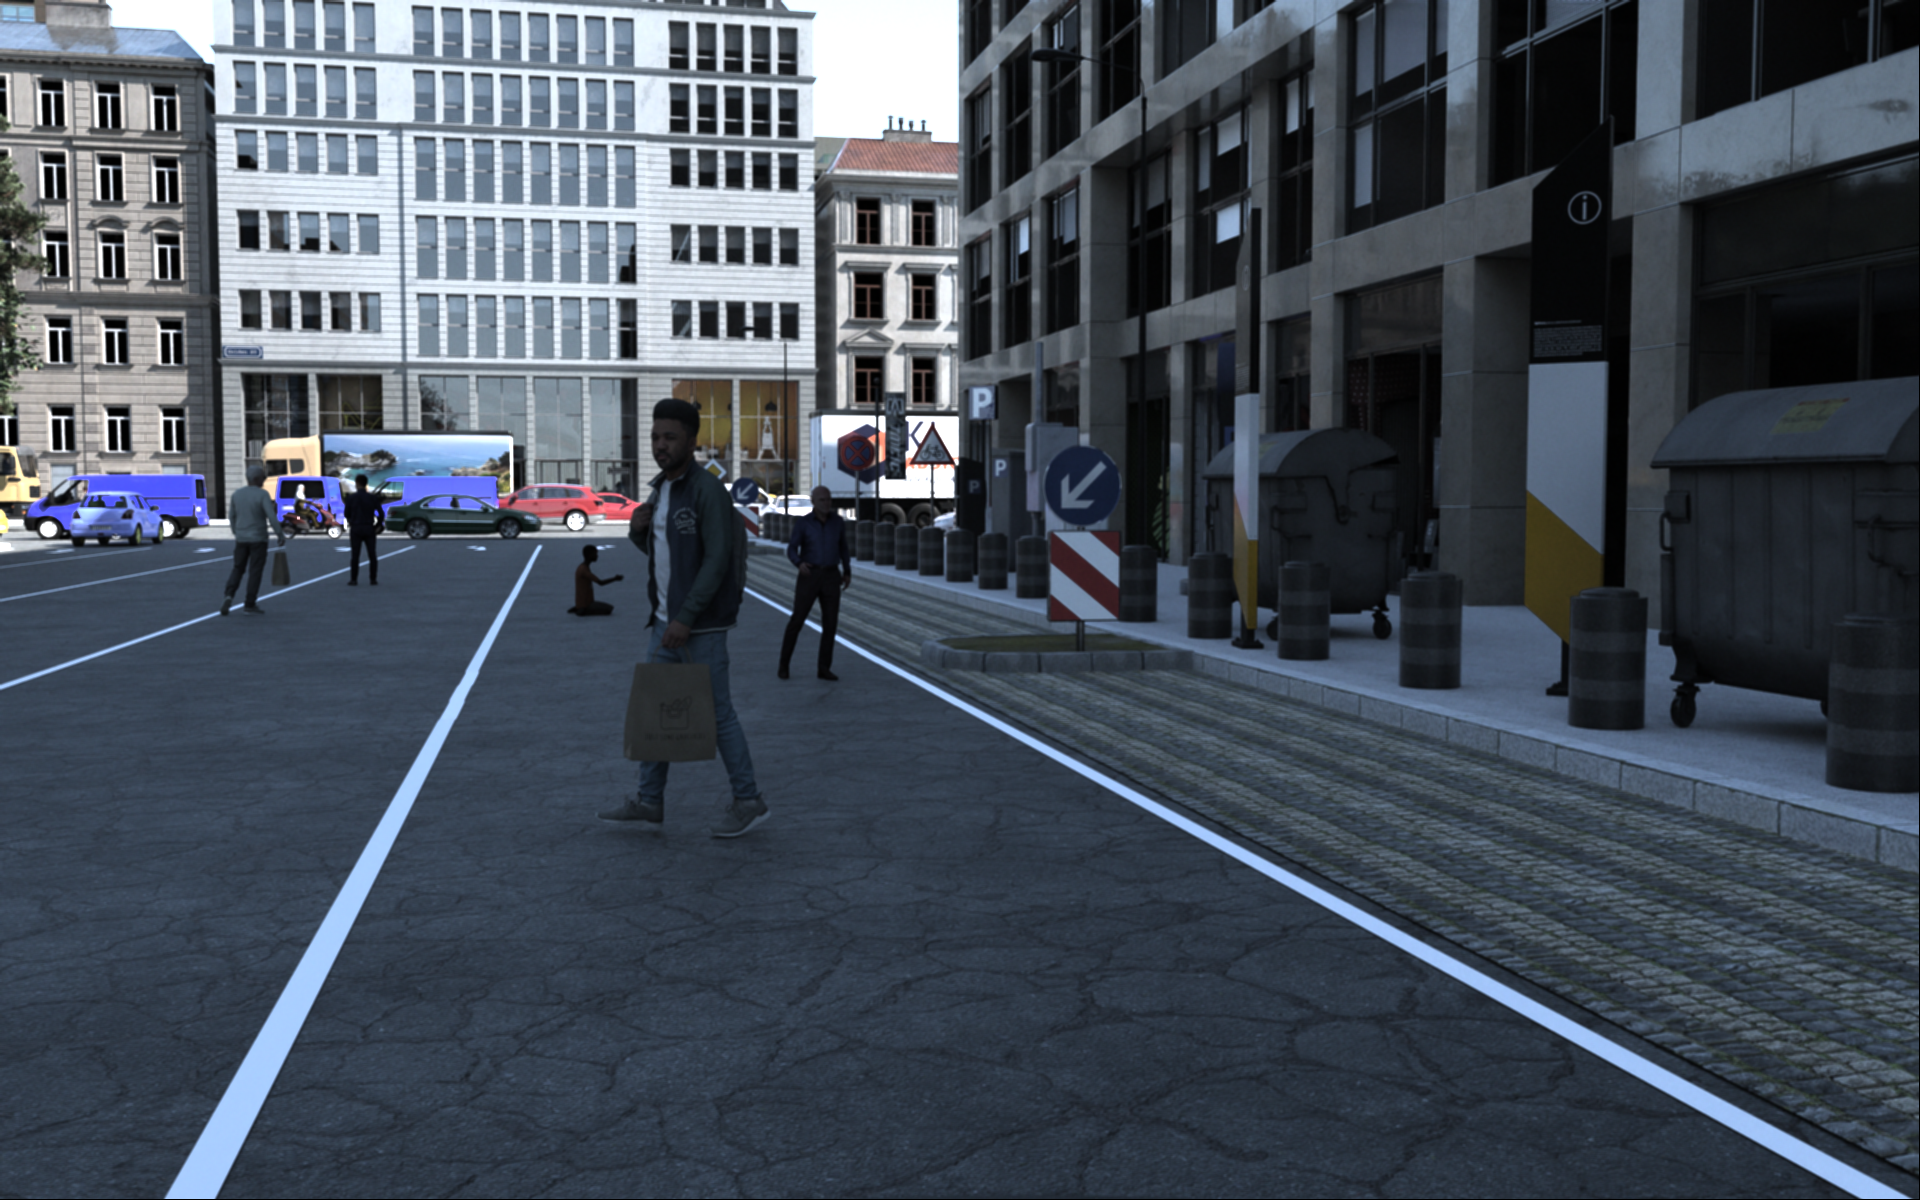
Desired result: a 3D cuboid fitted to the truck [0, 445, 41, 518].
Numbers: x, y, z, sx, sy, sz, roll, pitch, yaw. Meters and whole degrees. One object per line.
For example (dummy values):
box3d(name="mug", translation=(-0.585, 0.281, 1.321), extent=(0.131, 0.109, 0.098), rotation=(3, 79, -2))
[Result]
box3d(name="truck", translation=(-40.262, -4.356, 67.137), extent=(9.791, 3.379, 3.469), rotation=(-1, 4, -14))

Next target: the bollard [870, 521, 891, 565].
box3d(name="bollard", translation=(-1.350, -1.017, 31.337), extent=(0.404, 0.777, 0.398), rotation=(0, 3, 0))

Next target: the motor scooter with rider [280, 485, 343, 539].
box3d(name="motor scooter with rider", translation=(-20.902, -2.855, 55.645), extent=(1.986, 1.779, 0.876), rotation=(-1, 4, -11))

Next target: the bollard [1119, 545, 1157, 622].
box3d(name="bollard", translation=(1.790, -0.169, 17.477), extent=(0.404, 0.777, 0.398), rotation=(0, 3, 0))

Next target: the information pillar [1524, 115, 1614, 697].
box3d(name="information pillar", translation=(3.859, -1.199, 10.957), extent=(0.504, 3.616, 0.183), rotation=(2, 4, 33))

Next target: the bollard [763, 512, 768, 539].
box3d(name="bollard", translation=(-5.391, -2.108, 49.188), extent=(0.404, 0.777, 0.398), rotation=(0, 3, 0))

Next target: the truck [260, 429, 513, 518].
box3d(name="truck", translation=(-25.602, -5.365, 76.625), extent=(11.283, 4.237, 2.839), rotation=(-1, 4, -12))

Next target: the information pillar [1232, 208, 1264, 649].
box3d(name="information pillar", translation=(2.399, -1.414, 14.472), extent=(0.183, 3.616, 0.504), rotation=(0, 4, -6))

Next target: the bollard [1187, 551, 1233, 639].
box3d(name="bollard", translation=(2.237, -0.048, 15.497), extent=(0.404, 0.777, 0.398), rotation=(0, 3, 0))

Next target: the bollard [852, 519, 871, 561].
box3d(name="bollard", translation=(-1.797, -1.138, 33.317), extent=(0.404, 0.777, 0.398), rotation=(0, 3, 0))

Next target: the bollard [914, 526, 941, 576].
box3d(name="bollard", translation=(-0.451, -0.773, 27.361), extent=(0.404, 0.777, 0.398), rotation=(0, 3, 0))

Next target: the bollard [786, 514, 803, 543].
box3d(name="bollard", translation=(-4.049, -1.745, 43.252), extent=(0.404, 0.777, 0.398), rotation=(0, 3, 0))

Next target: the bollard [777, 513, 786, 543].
box3d(name="bollard", translation=(-4.492, -1.866, 45.229), extent=(0.404, 0.777, 0.398), rotation=(0, 3, 0))

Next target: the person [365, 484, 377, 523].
box3d(name="person", translation=(-19.829, -2.991, 57.760), extent=(0.694, 1.780, 0.624), rotation=(-2, 4, -28))

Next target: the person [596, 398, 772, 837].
box3d(name="person", translation=(-1.135, 0.080, 7.181), extent=(0.713, 1.824, 0.794), rotation=(-1, 4, -19))

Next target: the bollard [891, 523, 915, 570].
box3d(name="bollard", translation=(-0.898, -0.894, 29.337), extent=(0.404, 0.777, 0.398), rotation=(0, 3, 0))

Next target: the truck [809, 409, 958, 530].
box3d(name="truck", translation=(0.590, -4.310, 59.384), extent=(11.283, 4.237, 2.839), rotation=(-1, 4, -13))

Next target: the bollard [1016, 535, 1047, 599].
box3d(name="bollard", translation=(0.893, -0.410, 21.424), extent=(0.404, 0.777, 0.398), rotation=(0, 3, 0))

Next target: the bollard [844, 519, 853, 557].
box3d(name="bollard", translation=(-2.249, -1.260, 35.312), extent=(0.404, 0.777, 0.398), rotation=(0, 3, 0))

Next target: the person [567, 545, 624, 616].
box3d(name="person", translation=(-4.332, -0.234, 20.620), extent=(0.655, 0.850, 0.859), rotation=(-1, 4, -17))

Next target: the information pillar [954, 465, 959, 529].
box3d(name="information pillar", translation=(0.008, -2.401, 43.748), extent=(0.304, 2.012, 0.304), rotation=(-1, 4, -8))

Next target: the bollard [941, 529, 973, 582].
box3d(name="bollard", translation=(-0.004, -0.652, 25.384), extent=(0.404, 0.777, 0.398), rotation=(0, 3, 0))

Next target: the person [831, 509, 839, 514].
box3d(name="person", translation=(-4.338, -3.212, 60.874), extent=(0.748, 1.841, 0.638), rotation=(0, 4, 0))

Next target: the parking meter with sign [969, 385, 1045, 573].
box3d(name="parking meter with sign", translation=(0.902, -1.977, 28.578), extent=(0.543, 3.016, 1.738), rotation=(3, 5, 39))

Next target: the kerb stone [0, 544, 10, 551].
box3d(name="kerb stone", translation=(-24.461, -1.343, 44.171), extent=(0.120, 0.150, 1.000), rotation=(-1, 4, -13))

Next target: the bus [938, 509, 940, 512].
box3d(name="bus", translation=(4.236, -4.210, 63.697), extent=(13.247, 3.499, 2.948), rotation=(-1, 4, -11))

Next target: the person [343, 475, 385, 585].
box3d(name="person", translation=(-9.441, -1.112, 27.391), extent=(0.576, 1.737, 0.504), rotation=(-3, 4, -36))

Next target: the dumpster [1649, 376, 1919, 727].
box3d(name="dumpster", translation=(4.629, -0.193, 8.909), extent=(1.264, 1.857, 1.865), rotation=(-1, 4, -13))

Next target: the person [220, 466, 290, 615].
box3d(name="person", translation=(-8.340, -0.706, 20.533), extent=(0.782, 1.767, 0.515), rotation=(1, 4, 12))

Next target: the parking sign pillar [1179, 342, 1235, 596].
box3d(name="parking sign pillar", translation=(3.532, -2.052, 22.023), extent=(1.447, 3.967, 1.447), rotation=(1, 4, 11))

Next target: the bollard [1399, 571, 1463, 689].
box3d(name="bollard", translation=(3.136, 0.194, 11.540), extent=(0.404, 0.777, 0.398), rotation=(0, 3, 0))

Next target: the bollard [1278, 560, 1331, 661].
box3d(name="bollard", translation=(2.685, 0.073, 13.516), extent=(0.404, 0.777, 0.398), rotation=(0, 3, 0))

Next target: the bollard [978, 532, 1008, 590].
box3d(name="bollard", translation=(0.447, -0.532, 23.410), extent=(0.404, 0.777, 0.398), rotation=(0, 3, 0))

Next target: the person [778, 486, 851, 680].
box3d(name="person", translation=(-1.137, -0.129, 13.301), extent=(0.574, 1.496, 0.600), rotation=(0, 4, 1))

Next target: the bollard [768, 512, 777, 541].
box3d(name="bollard", translation=(-4.943, -1.987, 47.209), extent=(0.404, 0.777, 0.398), rotation=(0, 3, 0))

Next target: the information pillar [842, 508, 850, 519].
box3d(name="information pillar", translation=(-5.809, -5.114, 88.109), extent=(0.304, 2.012, 0.304), rotation=(1, 4, 16))
